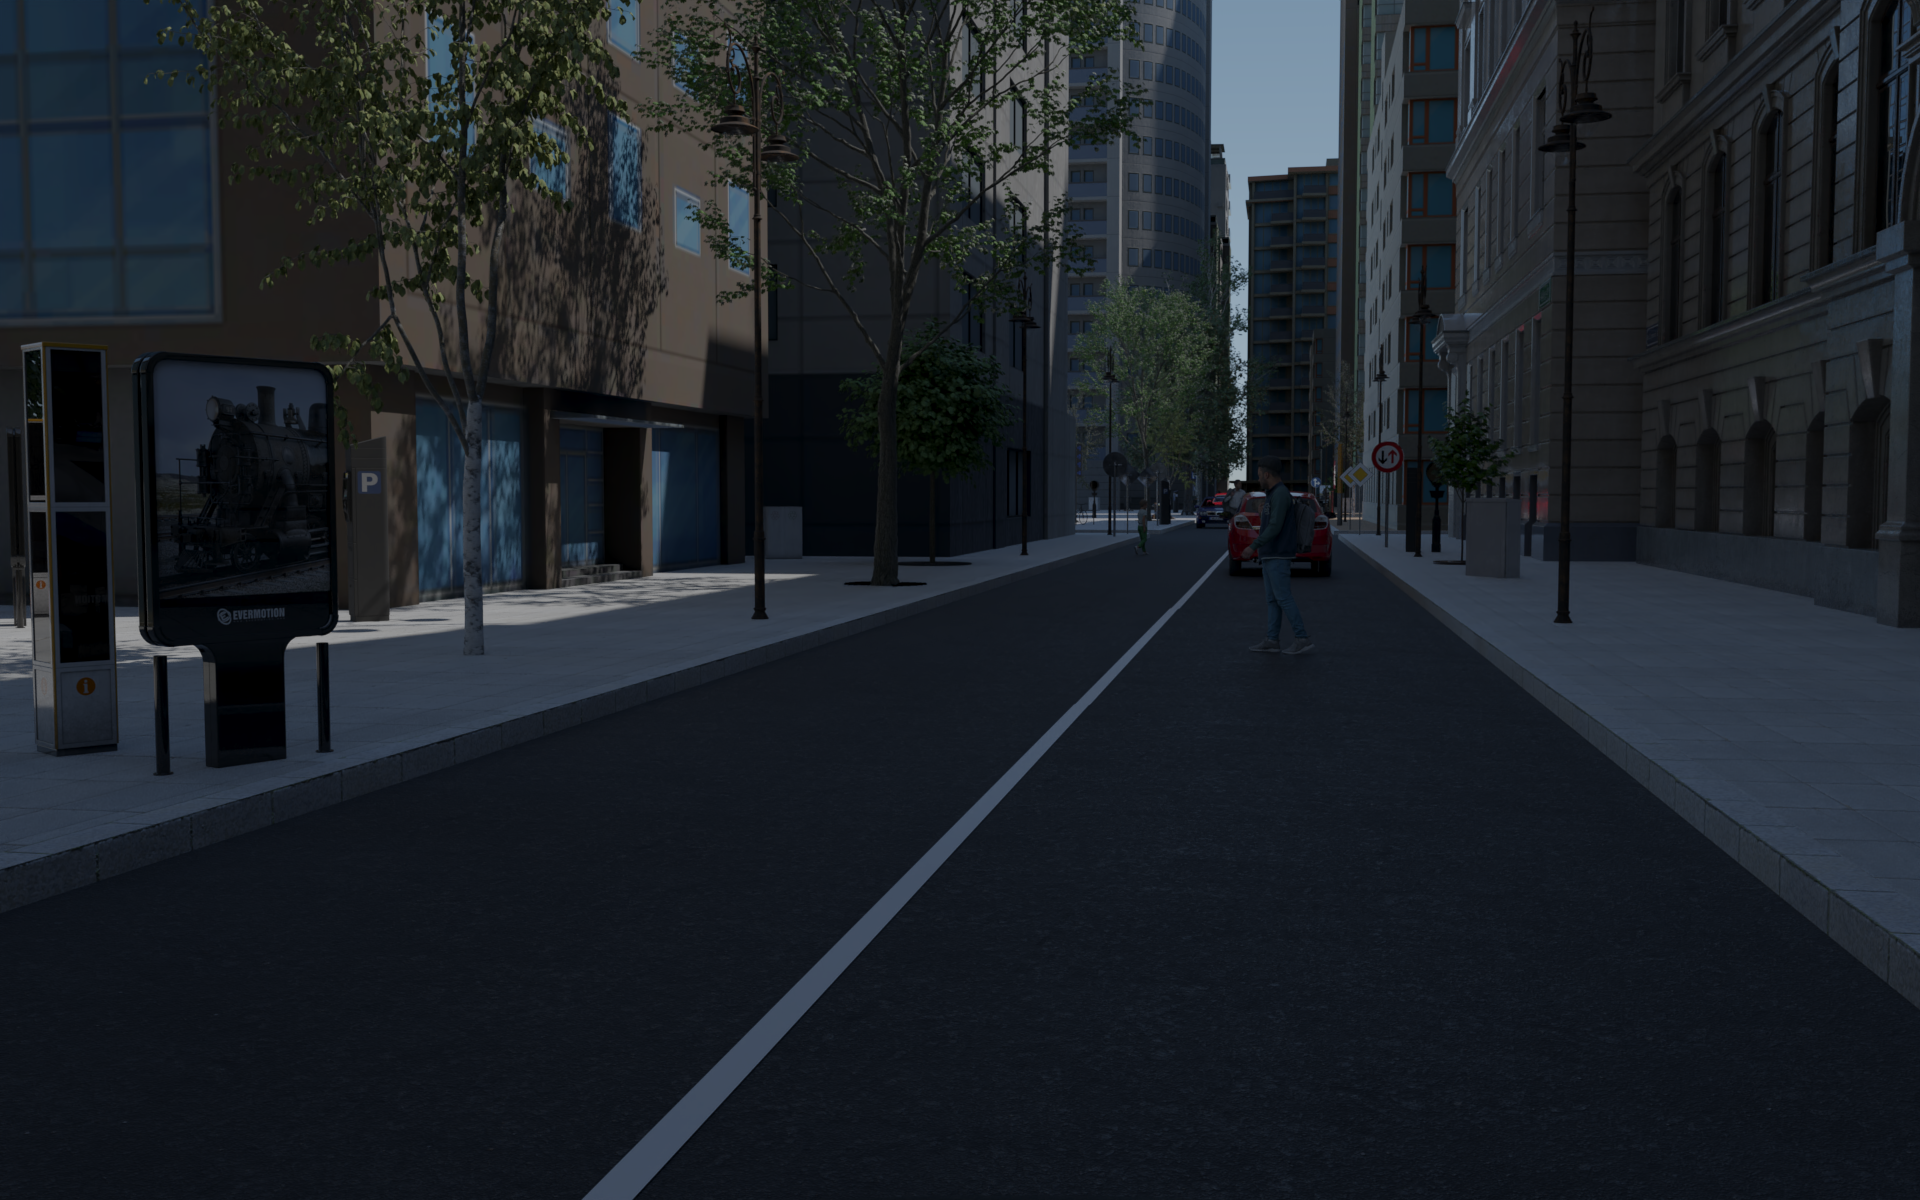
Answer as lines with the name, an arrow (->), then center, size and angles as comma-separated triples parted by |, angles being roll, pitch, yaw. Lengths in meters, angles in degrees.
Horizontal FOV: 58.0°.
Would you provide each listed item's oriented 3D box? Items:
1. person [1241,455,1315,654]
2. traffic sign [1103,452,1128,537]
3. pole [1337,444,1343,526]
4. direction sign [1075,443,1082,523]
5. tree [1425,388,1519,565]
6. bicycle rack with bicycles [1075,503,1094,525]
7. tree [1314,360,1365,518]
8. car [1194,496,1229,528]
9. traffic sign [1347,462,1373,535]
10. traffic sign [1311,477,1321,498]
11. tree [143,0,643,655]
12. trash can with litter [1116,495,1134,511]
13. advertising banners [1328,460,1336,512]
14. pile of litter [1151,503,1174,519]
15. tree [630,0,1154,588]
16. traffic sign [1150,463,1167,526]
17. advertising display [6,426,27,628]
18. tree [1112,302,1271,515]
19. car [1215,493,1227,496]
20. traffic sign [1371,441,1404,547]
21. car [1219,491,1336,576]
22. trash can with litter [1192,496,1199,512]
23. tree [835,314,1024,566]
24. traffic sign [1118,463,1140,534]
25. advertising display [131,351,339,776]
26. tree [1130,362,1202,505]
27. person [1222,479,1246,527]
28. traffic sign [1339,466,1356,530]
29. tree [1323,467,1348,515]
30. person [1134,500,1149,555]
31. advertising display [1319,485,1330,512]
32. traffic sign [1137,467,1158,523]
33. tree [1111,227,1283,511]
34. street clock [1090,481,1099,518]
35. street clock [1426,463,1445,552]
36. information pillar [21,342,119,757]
person -> 2.866, -0.418, 15.679 | 0.721, 1.781, 0.623 | 0, 4, -1
traffic sign -> 4.653, -3.181, 52.123 | 0.768, 2.556, 0.104 | 1, 4, 20
pole -> 15.452, -4.682, 70.393 | 0.158, 3.312, 0.155 | 0, 3, 0
direction sign -> 5.200, -5.246, 77.777 | 0.379, 3.537, 0.876 | -2, 4, -30
tree -> 9.331, -2.264, 31.626 | 1.663, 3.219, 1.824 | 0, 3, 0
bicycle rack with bicycles -> 4.237, -3.610, 72.413 | 2.852, 0.926, 2.925 | 2, 4, 30
tree -> 21.400, -8.797, 94.199 | 4.360, 8.622, 3.978 | 0, 3, 0
car -> 10.944, -3.721, 73.419 | 1.945, 1.354, 3.894 | 1, 4, 11
traffic sign -> 12.485, -3.084, 54.063 | 0.795, 2.450, 0.064 | 1, 4, 11
traffic sign -> 27.185, -8.084, 132.286 | 0.768, 2.556, 0.104 | 1, 4, 11
tree -> -4.074, -3.875, 13.722 | 4.737, 8.622, 4.395 | 0, 3, 0
trash can with litter -> 12.008, -7.180, 128.458 | 2.233, 1.210, 1.678 | -1, 4, -23
advertising banners -> 19.175, -5.693, 89.267 | 0.090, 3.025, 2.074 | 1, 4, 21
pile of litter -> 10.157, -4.529, 88.009 | 1.176, 0.858, 1.719 | -3, 4, -39
tree -> -0.910, -6.003, 23.901 | 9.928, 11.665, 9.643 | 0, 3, 0
traffic sign -> 7.985, -4.271, 69.939 | 0.768, 2.556, 0.104 | 1, 4, 11
advertising display -> -9.196, -0.714, 16.893 | 0.123, 1.923, 0.974 | -2, 4, -28
tree -> 13.720, -11.418, 103.698 | 9.611, 12.733, 9.660 | 0, 3, 0
car -> 13.865, -4.930, 89.641 | 2.155, 1.783, 4.494 | 1, 4, 11
traffic sign -> 10.263, -2.538, 41.609 | 0.768, 2.556, 0.104 | 1, 4, 15
car -> 5.828, -1.389, 31.749 | 2.155, 1.783, 4.494 | 1, 4, 9
trash can with litter -> 16.678, -6.932, 124.729 | 1.055, 1.170, 0.624 | -3, 5, -44
tree -> -0.424, -2.914, 31.366 | 4.285, 4.588, 4.351 | 0, 3, 0
traffic sign -> 5.367, -3.166, 55.408 | 0.795, 2.450, 0.064 | 1, 4, 11
advertising display -> -3.406, -0.183, 8.212 | 0.123, 1.923, 0.974 | 2, 4, 34
tree -> 11.429, -8.835, 94.816 | 4.737, 8.622, 4.395 | 0, 3, 0
person -> 7.455, -2.350, 47.030 | 0.679, 1.850, 0.850 | 0, 4, 2
traffic sign -> 13.950, -3.564, 61.913 | 0.795, 2.450, 0.064 | 1, 4, 11
tree -> 23.502, -6.866, 106.861 | 1.663, 3.219, 1.824 | 0, 3, 0
person -> 4.271, -1.711, 40.721 | 0.306, 1.304, 0.590 | 3, 5, 42
advertising display -> 25.843, -7.172, 122.471 | 0.974, 1.923, 0.123 | 3, 5, 45
traffic sign -> 6.832, -3.646, 63.258 | 0.795, 2.450, 0.064 | 1, 4, 11
tree -> 16.963, -16.505, 125.751 | 12.611, 20.169, 13.585 | 0, 3, 0
street clock -> 7.171, -5.374, 92.439 | 0.471, 2.002, 0.358 | 2, 4, 25
street clock -> 10.514, -2.056, 38.188 | 0.471, 2.002, 0.358 | 1, 4, 22
information pillar -> -4.407, -0.250, 8.586 | 0.304, 2.012, 0.304 | 3, 5, 44
